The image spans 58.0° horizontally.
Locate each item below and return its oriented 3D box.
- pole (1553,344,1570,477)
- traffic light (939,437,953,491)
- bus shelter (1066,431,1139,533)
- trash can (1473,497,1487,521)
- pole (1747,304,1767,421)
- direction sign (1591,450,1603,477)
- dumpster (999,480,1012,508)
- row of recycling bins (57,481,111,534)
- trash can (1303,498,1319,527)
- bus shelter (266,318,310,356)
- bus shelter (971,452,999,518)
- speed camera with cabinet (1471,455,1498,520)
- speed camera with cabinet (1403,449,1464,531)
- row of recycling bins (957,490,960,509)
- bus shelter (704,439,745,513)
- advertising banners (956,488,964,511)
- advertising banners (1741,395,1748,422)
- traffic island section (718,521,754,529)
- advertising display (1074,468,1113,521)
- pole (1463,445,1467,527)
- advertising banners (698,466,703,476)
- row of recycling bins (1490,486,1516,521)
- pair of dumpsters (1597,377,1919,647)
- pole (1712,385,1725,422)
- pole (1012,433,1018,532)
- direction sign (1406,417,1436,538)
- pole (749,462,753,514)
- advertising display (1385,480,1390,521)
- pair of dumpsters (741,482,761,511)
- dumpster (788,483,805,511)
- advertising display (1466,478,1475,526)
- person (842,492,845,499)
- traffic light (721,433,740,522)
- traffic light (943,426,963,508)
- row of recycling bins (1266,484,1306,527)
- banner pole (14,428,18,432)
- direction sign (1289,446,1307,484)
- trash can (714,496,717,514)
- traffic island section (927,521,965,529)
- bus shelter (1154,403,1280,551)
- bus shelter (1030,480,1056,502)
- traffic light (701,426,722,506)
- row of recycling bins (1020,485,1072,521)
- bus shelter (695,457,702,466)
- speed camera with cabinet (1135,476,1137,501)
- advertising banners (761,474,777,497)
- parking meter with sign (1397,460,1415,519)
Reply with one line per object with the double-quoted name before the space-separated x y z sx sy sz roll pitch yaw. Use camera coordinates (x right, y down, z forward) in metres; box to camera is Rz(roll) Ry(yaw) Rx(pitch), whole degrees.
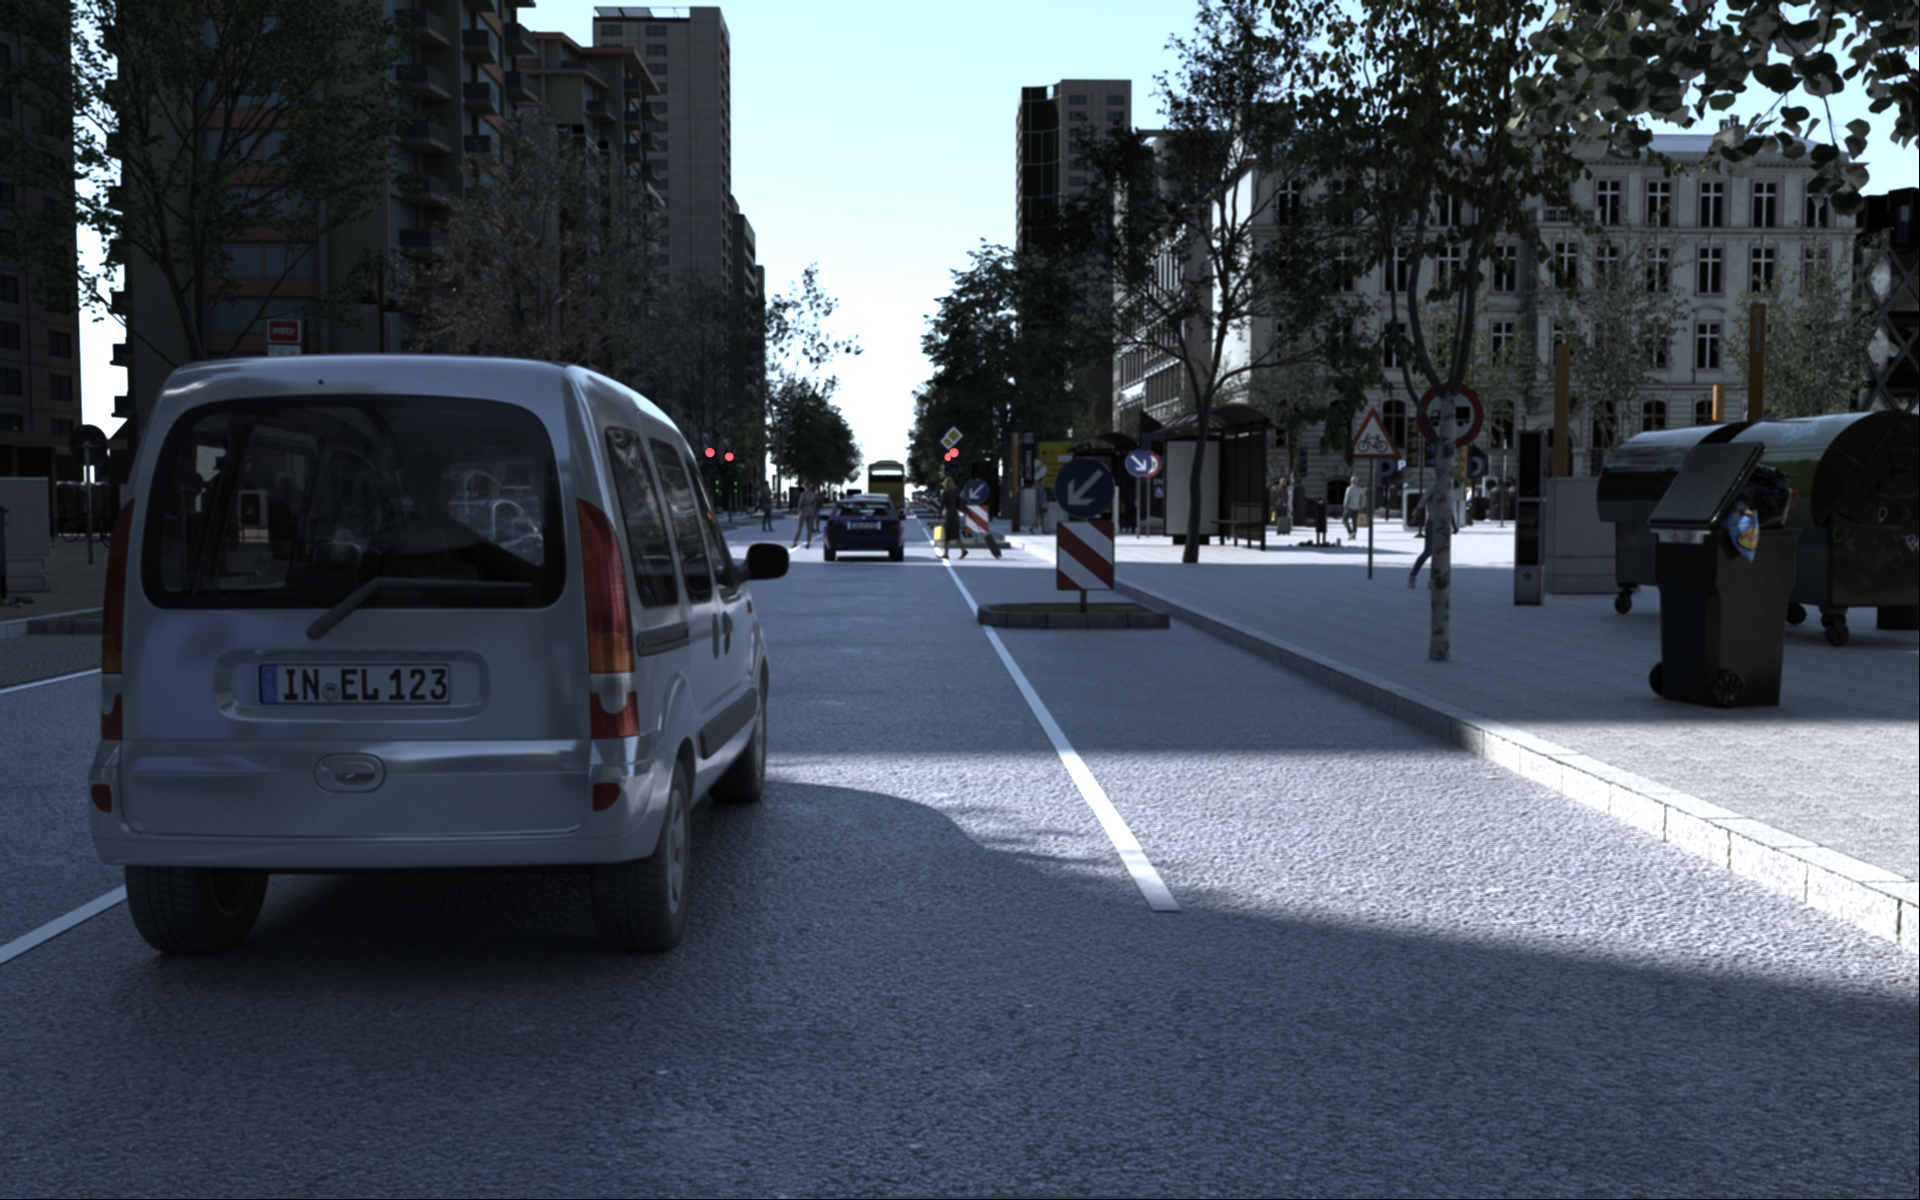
"pole" 8.190 -1.822 23.631 0.158 3.312 0.155 0 3 0
"traffic light" -0.546 -5.546 79.599 0.839 4.253 0.868 0 4 -2
"bus shelter" 4.846 -3.968 58.799 2.014 3.302 5.546 0 4 -2
"trash can" 24.722 -4.330 82.451 0.748 1.137 0.748 0 3 0
"pole" 8.575 -1.520 18.698 0.158 3.312 0.155 0 3 0
"direction sign" 32.488 -5.897 88.411 0.379 3.537 0.876 -1 4 -19
"dumpster" 2.928 -6.987 116.725 1.502 2.255 1.985 0 4 -2
"row of recycling bins" -29.238 -3.090 57.631 1.069 1.692 3.534 0 3 0
"trash can" 13.576 -3.375 66.831 0.748 1.137 0.748 0 3 0
"bus shelter" -14.834 -3.959 42.356 2.179 5.291 8.768 0 4 -2
"bus shelter" 1.265 -6.504 97.619 1.731 3.624 6.357 0 4 -2
"speed camera with cabinet" 26.013 -5.684 87.273 2.038 3.252 0.660 0 4 7
"speed camera with cabinet" 16.593 -4.057 60.665 2.038 3.252 0.660 1 4 17
"row of recycling bins" 1.239 -8.617 147.995 3.534 1.692 1.069 2 4 28
"bus shelter" -16.559 -8.805 121.593 2.179 5.291 8.768 0 4 -2
"advertising banners" 0.016 -8.317 132.175 0.090 3.025 2.074 2 4 27
"advertising banners" 13.428 -2.086 30.288 2.074 3.025 0.090 -3 5 -44
"traffic island section" -10.541 -3.492 79.381 2.009 0.180 2.903 0 4 -2
"advertising display" 3.355 -2.350 43.634 0.974 1.923 0.123 0 4 2
"pole" 19.834 -4.541 68.084 0.158 3.312 0.155 0 3 0
"advertising banners" -17.038 -6.838 107.984 2.074 3.025 0.090 0 4 7
"row of recycling bins" 27.258 -4.690 83.790 3.534 1.692 1.069 -1 4 -15
"pair of dumpsters" 7.714 -0.858 16.515 1.574 2.255 4.437 0 4 -2
"pole" 14.155 -2.358 32.399 0.158 3.312 0.155 0 3 0
"pole" 1.838 -3.924 58.001 0.158 3.312 0.155 0 3 0
"direction sign" 13.514 -3.594 50.757 0.876 3.537 0.379 2 4 33
"pole" -13.128 -7.028 108.757 0.158 3.312 0.155 0 3 0
"advertising display" 20.334 -4.720 82.387 0.123 1.923 0.974 1 4 19
"pair of dumpsters" -15.749 -7.749 129.193 1.574 2.255 4.437 0 4 -2
"dumpster" -12.126 -7.790 132.318 1.985 2.255 1.502 0 4 -3
"advertising display" 20.589 -3.966 70.065 0.123 1.923 0.974 0 4 -3
"person" -14.372 -12.512 213.630 0.434 1.755 0.990 -1 4 -14
"traffic light" -10.501 -5.525 79.248 0.839 4.253 0.868 0 4 -2
"traffic light" -0.276 -5.058 71.618 0.839 4.253 0.868 0 4 -2
"row of recycling bins" 12.778 -3.836 69.836 1.069 1.692 3.534 -1 4 -20
"banner pole" -35.378 -4.614 65.449 0.863 3.779 0.401 0 4 5
"direction sign" 15.870 -5.466 81.371 0.876 3.537 0.379 2 4 32
"trash can" -15.402 -5.837 107.084 0.748 1.137 0.748 0 3 0
"traffic island section" -0.505 -3.513 79.714 2.009 0.180 2.903 0 4 -2
"bus shelter" 6.023 -2.899 41.328 2.014 3.302 5.546 0 4 -2
"bus shelter" 4.968 -6.449 99.371 2.014 3.302 5.546 0 4 -2
"traffic light" -10.231 -5.036 71.267 0.839 4.253 0.868 0 4 -2
"row of recycling bins" 4.452 -4.556 81.599 3.534 1.692 1.069 -1 4 -14
"bus shelter" -17.686 -7.387 112.056 1.731 3.624 6.357 0 4 -2
"speed camera with cabinet" 6.983 -3.943 58.807 2.038 3.252 0.660 1 4 21
"advertising banners" -17.012 -9.590 152.984 2.074 3.025 0.090 -3 5 -42
"parking meter with sign" 23.004 -5.654 88.704 0.543 3.016 1.738 3 5 40
